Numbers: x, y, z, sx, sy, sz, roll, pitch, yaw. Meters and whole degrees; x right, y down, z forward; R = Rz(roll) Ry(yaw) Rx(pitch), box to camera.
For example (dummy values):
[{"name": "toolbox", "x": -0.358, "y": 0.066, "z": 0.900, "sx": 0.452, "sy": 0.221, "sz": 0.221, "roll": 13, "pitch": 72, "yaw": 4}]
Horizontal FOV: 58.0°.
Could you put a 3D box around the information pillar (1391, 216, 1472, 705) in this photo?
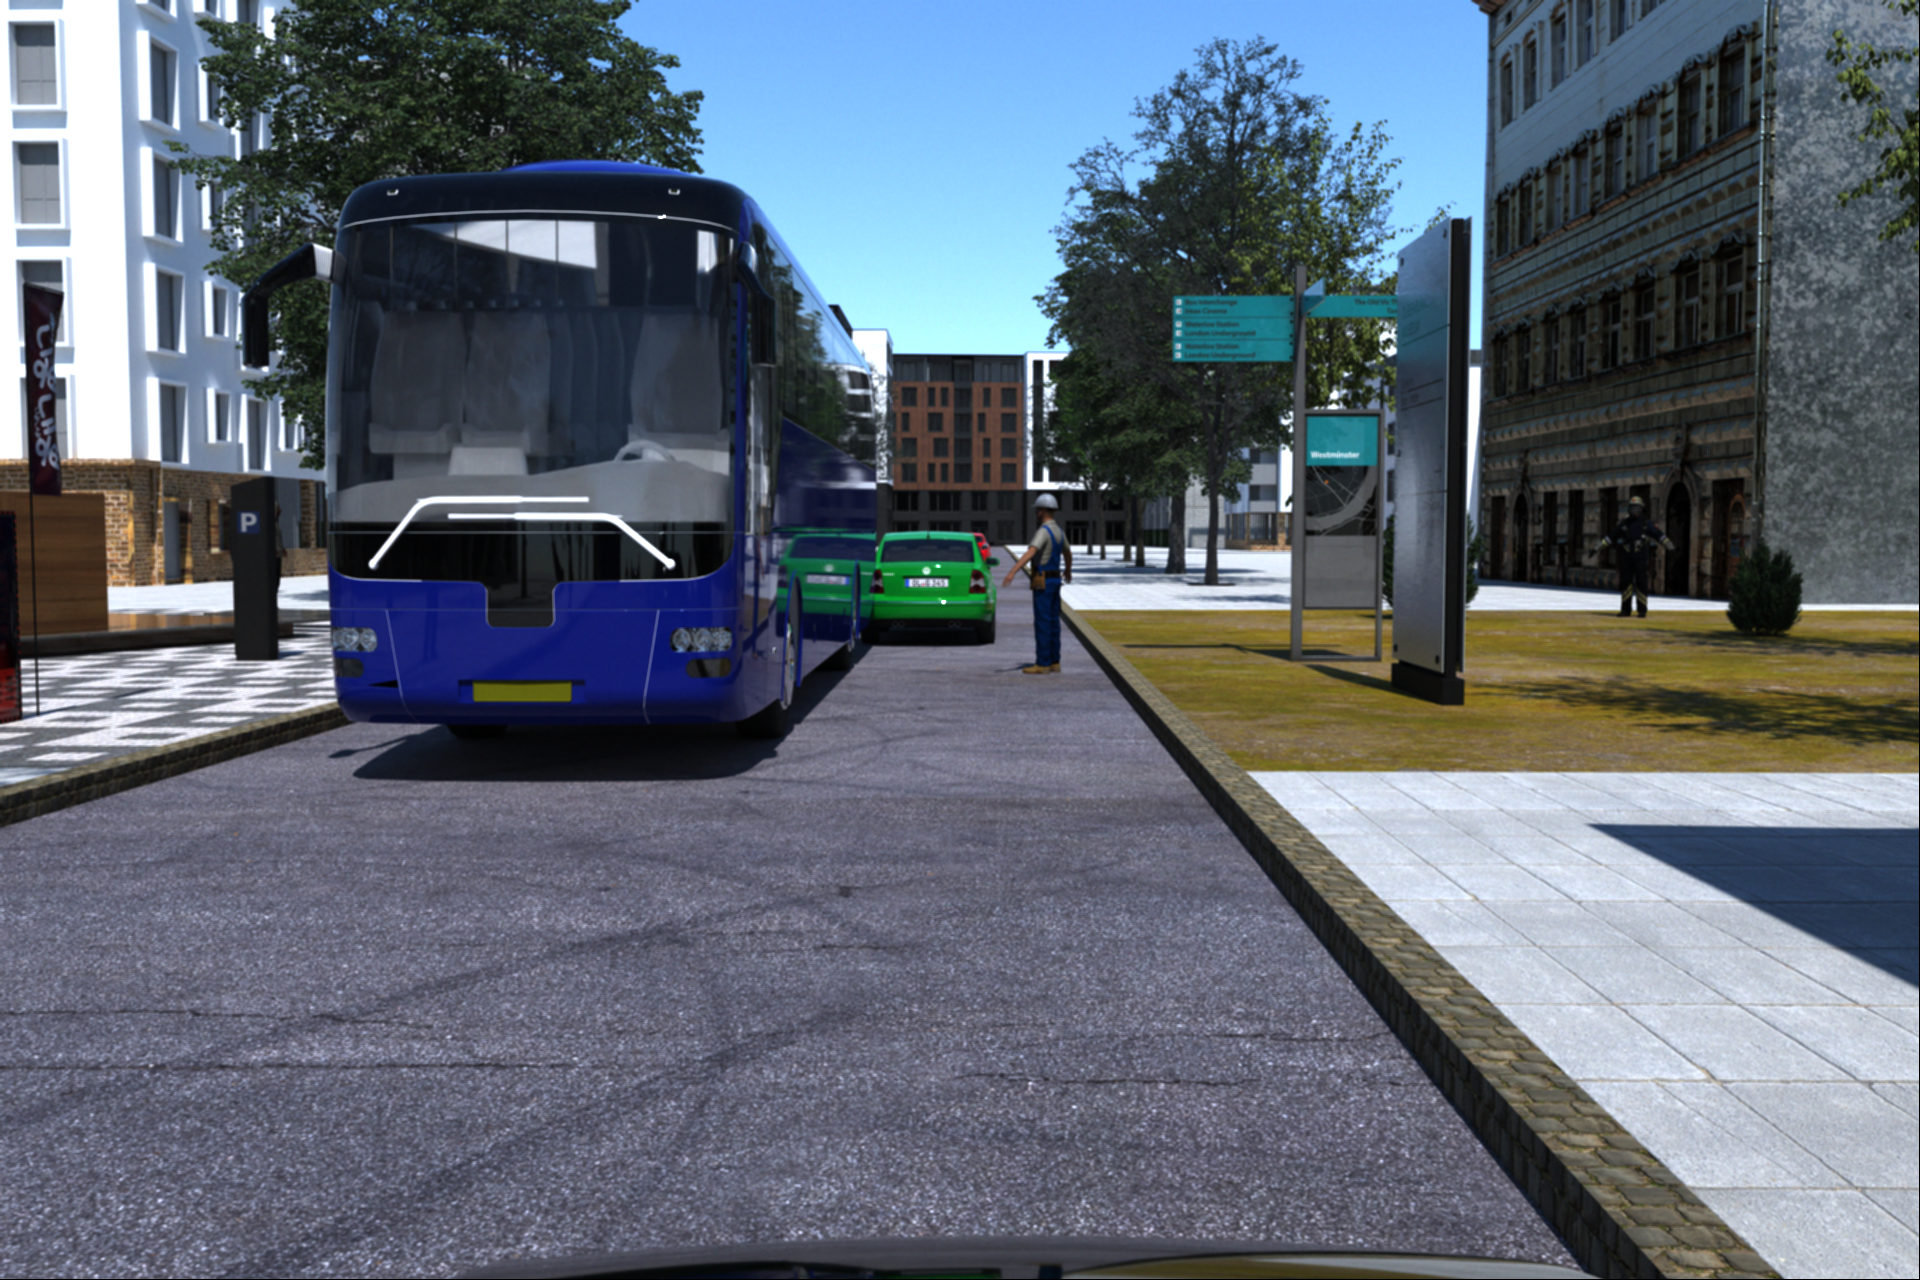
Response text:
[{"name": "information pillar", "x": 3.705, "y": -1.368, "z": 13.675, "sx": 0.184, "sy": 3.620, "sz": 1.656, "roll": 0, "pitch": 4, "yaw": 1}]

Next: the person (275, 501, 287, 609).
[{"name": "person", "x": -10.928, "y": -1.315, "z": 27.637, "sx": 0.705, "sy": 1.813, "sz": 1.348, "roll": -1, "pitch": 4, "yaw": -15}]

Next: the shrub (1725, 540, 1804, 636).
[{"name": "shrub", "x": 10.156, "y": -0.658, "z": 21.872, "sx": 1.383, "sy": 1.207, "sz": 1.383, "roll": 0, "pitch": 3, "yaw": 0}]

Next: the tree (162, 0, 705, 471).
[{"name": "tree", "x": -9.320, "y": -7.710, "z": 32.718, "sx": 9.857, "sy": 13.997, "sz": 8.962, "roll": 0, "pitch": 3, "yaw": 0}]

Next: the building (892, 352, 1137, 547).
[{"name": "building", "x": 4.001, "y": -22.022, "z": 206.498, "sx": 32.646, "sy": 21.610, "sz": 27.936, "roll": 0, "pitch": 4, "yaw": -5}]

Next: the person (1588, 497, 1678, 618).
[{"name": "person", "x": 10.394, "y": -1.279, "z": 26.699, "sx": 1.354, "sy": 1.856, "sz": 0.705, "roll": 3, "pitch": 5, "yaw": 41}]

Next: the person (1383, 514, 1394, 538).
[{"name": "person", "x": 9.927, "y": -1.991, "z": 39.278, "sx": 1.216, "sy": 1.740, "sz": 0.721, "roll": -2, "pitch": 4, "yaw": -26}]

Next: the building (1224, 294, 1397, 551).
[{"name": "building", "x": 27.147, "y": -17.559, "z": 143.516, "sx": 16.016, "sy": 20.090, "sz": 11.380, "roll": 0, "pitch": 4, "yaw": 1}]

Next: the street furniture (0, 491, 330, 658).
[{"name": "street furniture", "x": -13.314, "y": -0.796, "z": 19.868, "sx": 9.812, "sy": 1.723, "sz": 11.010, "roll": 1, "pitch": 4, "yaw": 20}]

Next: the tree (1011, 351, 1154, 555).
[{"name": "tree", "x": 7.984, "y": -11.893, "z": 104.824, "sx": 12.009, "sy": 13.543, "sz": 11.850, "roll": 0, "pitch": 3, "yaw": 0}]

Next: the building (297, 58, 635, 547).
[{"name": "building", "x": -23.879, "y": -13.105, "z": 80.732, "sx": 16.747, "sy": 18.905, "sz": 31.486, "roll": 0, "pitch": 4, "yaw": 2}]

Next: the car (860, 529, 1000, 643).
[{"name": "car", "x": -0.416, "y": -0.935, "z": 24.081, "sx": 1.959, "sy": 1.807, "sz": 4.718, "roll": 0, "pitch": 4, "yaw": 0}]

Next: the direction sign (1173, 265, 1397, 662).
[{"name": "direction sign", "x": 3.378, "y": -1.715, "z": 16.796, "sx": 2.525, "sy": 3.948, "sz": 1.411, "roll": 0, "pitch": 4, "yaw": 1}]

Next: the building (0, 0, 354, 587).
[{"name": "building", "x": -25.000, "y": -11.454, "z": 43.693, "sx": 16.016, "sy": 20.090, "sz": 11.380, "roll": 0, "pitch": 4, "yaw": 2}]

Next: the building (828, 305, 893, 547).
[{"name": "building", "x": -21.244, "y": -19.988, "z": 170.775, "sx": 27.936, "sy": 21.610, "sz": 32.646, "roll": 0, "pitch": 4, "yaw": 0}]

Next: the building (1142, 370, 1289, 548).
[{"name": "building", "x": 27.930, "y": -18.812, "z": 174.027, "sx": 16.747, "sy": 18.905, "sz": 31.486, "roll": 0, "pitch": 4, "yaw": 1}]

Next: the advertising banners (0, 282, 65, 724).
[{"name": "advertising banners", "x": -6.492, "y": -0.942, "z": 11.588, "sx": 0.090, "sy": 3.025, "sz": 2.074, "roll": 0, "pitch": 4, "yaw": 1}]

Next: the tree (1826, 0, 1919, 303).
[{"name": "tree", "x": 10.330, "y": -4.056, "z": 16.674, "sx": 4.737, "sy": 8.622, "sz": 4.395, "roll": 0, "pitch": 3, "yaw": 0}]

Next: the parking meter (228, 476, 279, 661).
[{"name": "parking meter", "x": -7.166, "y": -0.725, "z": 17.565, "sx": 0.399, "sy": 1.863, "sz": 0.255, "roll": 0, "pitch": 4, "yaw": 1}]

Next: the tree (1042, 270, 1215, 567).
[{"name": "tree", "x": 7.151, "y": -8.645, "z": 67.101, "sx": 9.928, "sy": 11.665, "sz": 9.643, "roll": 0, "pitch": 3, "yaw": 0}]

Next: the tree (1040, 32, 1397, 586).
[{"name": "tree", "x": 6.366, "y": -8.091, "z": 42.651, "sx": 12.009, "sy": 13.543, "sz": 11.850, "roll": 0, "pitch": 3, "yaw": 0}]

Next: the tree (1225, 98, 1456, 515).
[{"name": "tree", "x": 6.442, "y": -4.898, "z": 30.444, "sx": 4.737, "sy": 8.622, "sz": 4.395, "roll": 0, "pitch": 3, "yaw": 0}]

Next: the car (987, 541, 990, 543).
[{"name": "car", "x": 0.772, "y": -5.760, "z": 103.968, "sx": 2.009, "sy": 1.686, "sz": 4.222, "roll": 0, "pitch": 4, "yaw": 1}]

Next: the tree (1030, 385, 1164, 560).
[{"name": "tree", "x": 7.334, "y": -9.357, "z": 87.406, "sx": 8.767, "sy": 10.594, "sz": 7.601, "roll": 1, "pitch": 4, "yaw": 15}]

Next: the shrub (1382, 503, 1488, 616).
[{"name": "shrub", "x": 7.060, "y": -1.347, "z": 26.064, "sx": 1.661, "sy": 2.075, "sz": 1.752, "roll": 0, "pitch": 3, "yaw": 0}]

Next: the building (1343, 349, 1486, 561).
[{"name": "building", "x": 24.731, "y": -8.368, "z": 78.957, "sx": 9.099, "sy": 9.664, "sz": 28.070, "roll": 0, "pitch": 4, "yaw": 1}]

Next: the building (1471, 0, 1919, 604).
[{"name": "building", "x": 23.932, "y": -12.771, "z": 39.732, "sx": 19.493, "sy": 23.208, "sz": 18.063, "roll": 0, "pitch": 4, "yaw": 1}]

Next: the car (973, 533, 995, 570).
[{"name": "car", "x": 0.316, "y": -3.681, "z": 69.223, "sx": 2.155, "sy": 1.783, "sz": 4.494, "roll": 0, "pitch": 4, "yaw": 1}]

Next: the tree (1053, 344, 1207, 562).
[{"name": "tree", "x": 7.788, "y": -9.353, "z": 78.680, "sx": 9.928, "sy": 11.665, "sz": 9.643, "roll": 0, "pitch": 3, "yaw": 0}]

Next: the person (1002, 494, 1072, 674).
[{"name": "person", "x": 0.866, "y": -0.584, "z": 17.863, "sx": 0.705, "sy": 1.847, "sz": 1.347, "roll": 2, "pitch": 4, "yaw": 32}]

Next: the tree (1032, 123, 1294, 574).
[{"name": "tree", "x": 6.969, "y": -9.109, "z": 55.593, "sx": 9.857, "sy": 13.997, "sz": 8.962, "roll": 0, "pitch": 3, "yaw": 0}]

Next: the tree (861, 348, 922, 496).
[{"name": "tree", "x": -7.780, "y": -11.954, "z": 105.818, "sx": 12.009, "sy": 13.543, "sz": 11.850, "roll": 0, "pitch": 3, "yaw": 0}]

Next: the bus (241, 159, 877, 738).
[{"name": "bus", "x": -2.368, "y": -1.460, "z": 15.418, "sx": 2.896, "sy": 3.916, "sz": 12.251, "roll": 0, "pitch": 4, "yaw": 1}]
